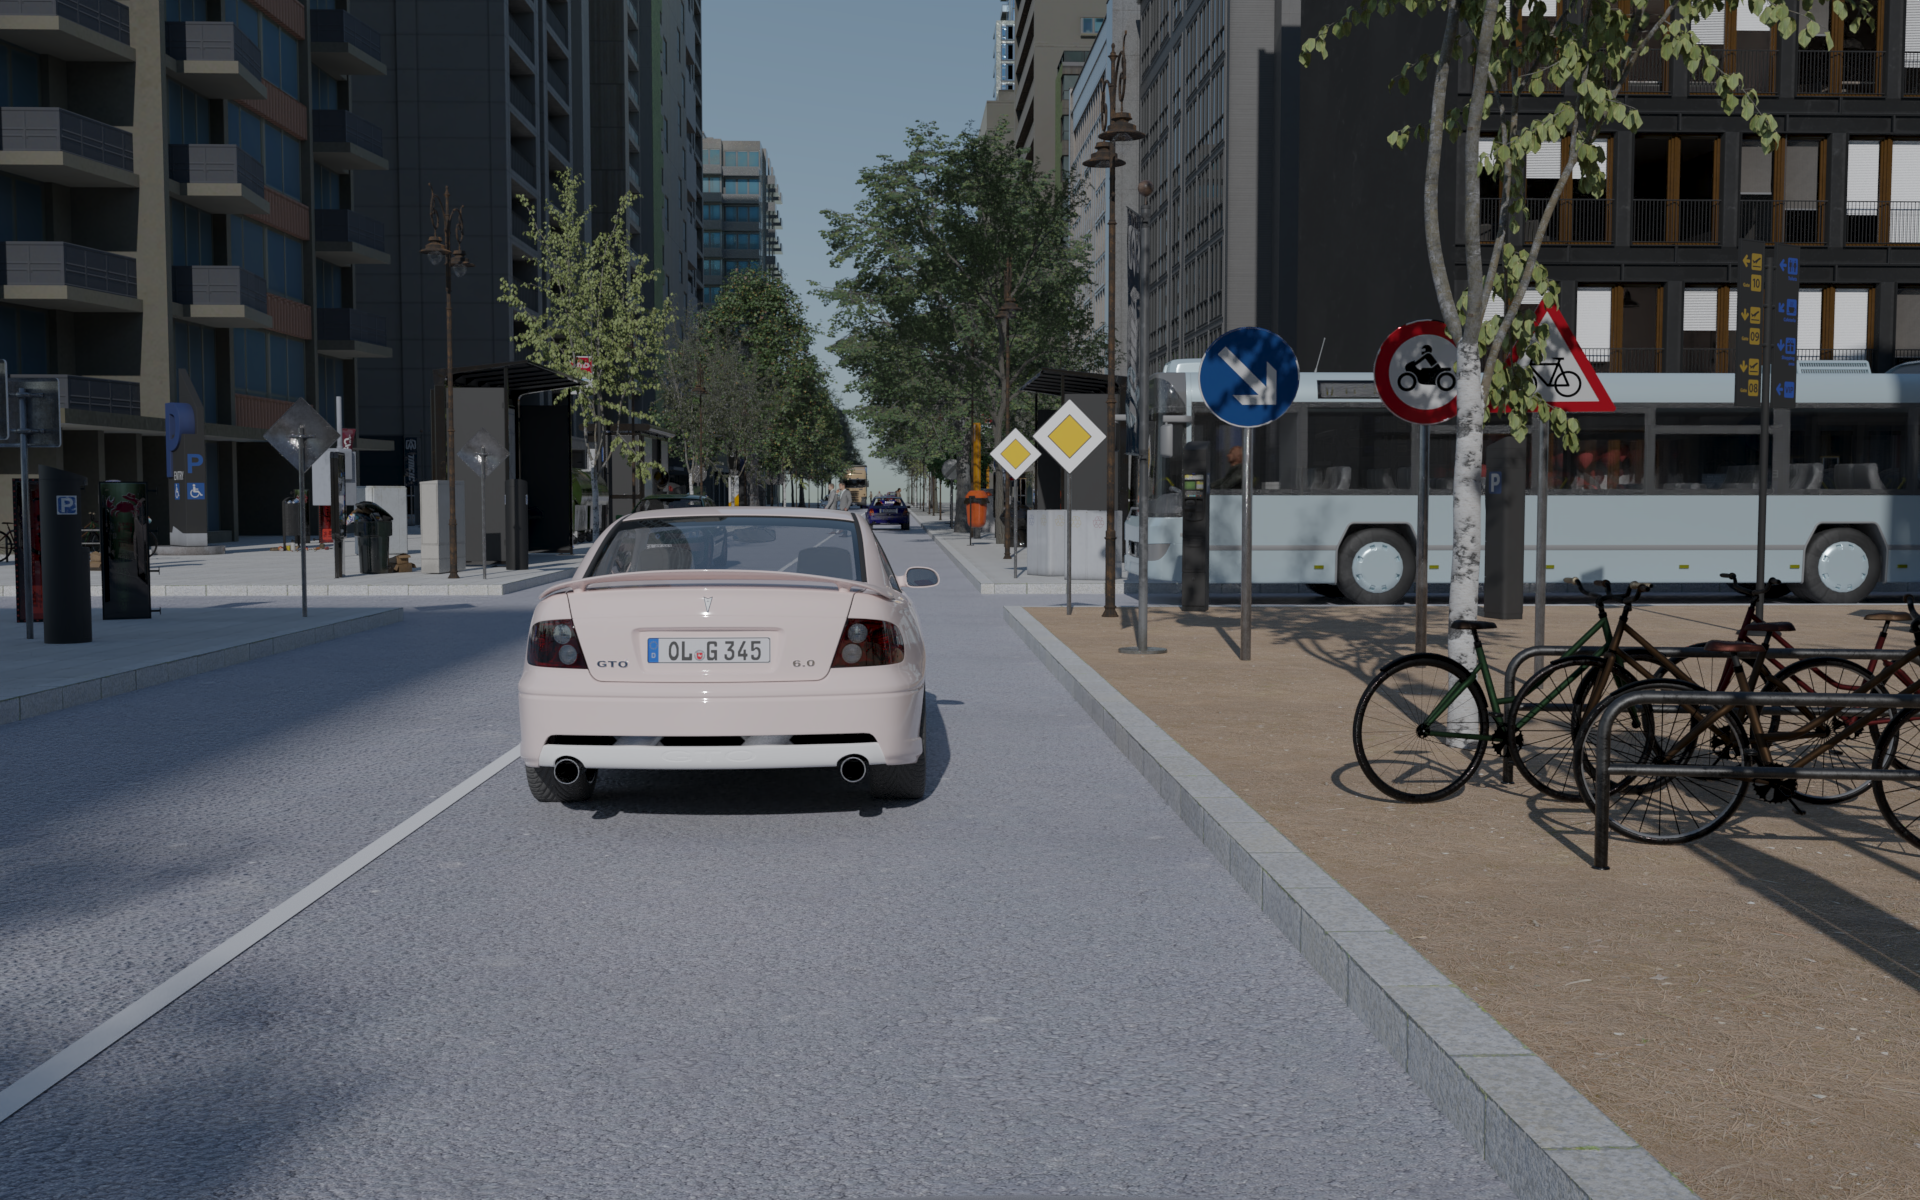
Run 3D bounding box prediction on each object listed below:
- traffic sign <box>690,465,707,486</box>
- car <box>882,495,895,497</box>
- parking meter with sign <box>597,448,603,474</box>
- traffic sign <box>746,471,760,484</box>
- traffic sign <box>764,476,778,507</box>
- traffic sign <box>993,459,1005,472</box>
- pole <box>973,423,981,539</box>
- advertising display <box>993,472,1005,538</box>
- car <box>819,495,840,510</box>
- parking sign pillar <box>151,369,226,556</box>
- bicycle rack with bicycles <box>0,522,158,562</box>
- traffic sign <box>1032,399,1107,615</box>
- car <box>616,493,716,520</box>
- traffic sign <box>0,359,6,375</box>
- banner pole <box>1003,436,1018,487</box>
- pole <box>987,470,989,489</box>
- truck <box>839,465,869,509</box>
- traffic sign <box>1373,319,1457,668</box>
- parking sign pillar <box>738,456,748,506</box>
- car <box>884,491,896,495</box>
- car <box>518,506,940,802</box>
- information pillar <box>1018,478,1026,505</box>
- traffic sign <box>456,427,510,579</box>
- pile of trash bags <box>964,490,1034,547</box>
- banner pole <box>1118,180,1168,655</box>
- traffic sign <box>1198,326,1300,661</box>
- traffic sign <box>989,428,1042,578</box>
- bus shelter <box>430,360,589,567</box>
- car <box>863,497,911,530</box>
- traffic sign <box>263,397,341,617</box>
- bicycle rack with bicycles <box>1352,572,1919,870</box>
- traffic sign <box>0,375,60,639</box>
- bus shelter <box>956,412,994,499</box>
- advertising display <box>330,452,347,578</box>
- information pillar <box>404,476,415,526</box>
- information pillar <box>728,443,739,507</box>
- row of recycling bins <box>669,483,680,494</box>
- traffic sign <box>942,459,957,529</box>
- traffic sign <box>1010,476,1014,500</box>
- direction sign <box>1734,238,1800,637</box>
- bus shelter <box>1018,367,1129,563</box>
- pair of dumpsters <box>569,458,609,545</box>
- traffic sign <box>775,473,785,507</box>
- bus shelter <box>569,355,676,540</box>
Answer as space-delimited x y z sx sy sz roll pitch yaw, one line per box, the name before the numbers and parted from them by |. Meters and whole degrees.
traffic sign | -11.484 -4.639 75.949 0.768 2.556 0.104 0 4 -1
car | -5.640 -7.701 138.499 1.945 1.354 3.894 0 4 -3
parking meter with sign | -13.538 -4.075 62.887 1.738 3.016 0.543 -3 5 -42
traffic sign | -11.038 -5.650 92.476 0.768 2.556 0.104 0 4 2
traffic sign | -10.577 -5.923 96.946 0.768 2.556 0.104 0 4 -1
traffic sign | 1.381 -3.159 51.764 0.768 2.556 0.104 0 4 7
pole | 0.489 -3.417 49.717 0.158 3.312 0.155 0 3 0
advertising display | 1.196 -2.792 50.856 0.123 1.923 0.974 1 4 22
car | -8.939 -6.772 122.729 2.014 1.417 4.499 0 4 -1
parking sign pillar | -16.401 -2.951 36.716 1.447 3.967 1.447 -3 4 -39
bicycle rack with bicycles | -17.095 -1.231 33.509 2.925 0.926 2.852 -1 4 -13
traffic sign | 1.152 -0.897 18.309 0.795 2.450 0.064 0 4 -2
car | -5.469 -1.423 33.057 2.009 1.686 4.222 0 4 -1
traffic sign | -7.538 -0.677 13.198 0.606 2.300 0.079 0 4 5
banner pole | 2.090 -5.058 72.714 0.863 3.779 0.401 2 4 25
pole | 1.487 -6.132 94.104 0.158 3.312 0.155 0 3 0
truck | -10.304 -11.023 169.140 2.839 4.237 11.283 0 4 -3
traffic sign | 3.404 -0.772 12.722 0.768 2.556 0.104 0 4 4
parking sign pillar | -12.136 -6.614 96.610 1.447 3.967 1.447 0 4 -1
car | -9.611 -14.517 246.022 2.281 1.827 5.304 0 4 -3
car | -1.136 0.177 9.474 2.083 1.381 4.827 0 4 -2
information pillar | 2.858 -4.625 80.107 0.304 2.012 0.304 -2 4 -25
traffic sign | -7.149 -1.367 25.998 0.795 2.450 0.064 0 4 -2
pile of trash bags | 1.535 -1.996 42.389 3.447 1.369 1.912 3 4 36
banner pole | 1.406 -1.449 13.704 0.401 3.779 0.863 1 4 19
traffic sign | 2.205 -0.806 13.286 0.768 2.556 0.104 0 4 7
traffic sign | 0.840 -1.385 26.289 0.795 2.450 0.064 0 4 -2
bus shelter | -8.534 -2.574 33.371 1.731 3.624 6.357 0 4 -2
car | -2.939 -3.502 69.843 1.945 1.354 3.894 0 4 -4
traffic sign | -6.837 -0.879 18.019 0.795 2.450 0.064 0 4 -2
bicycle rack with bicycles | 3.041 0.402 6.813 2.925 0.926 2.852 1 4 9
traffic sign | -8.234 -0.804 15.272 0.606 2.300 0.079 0 4 -2
bus shelter | 0.718 -6.413 82.479 2.179 5.291 8.768 0 4 -2
advertising display | -9.580 -1.315 26.710 0.123 1.923 0.974 -1 4 -13
information pillar | -22.195 -3.998 69.860 0.304 2.012 0.304 0 4 7
information pillar | -10.231 -5.312 78.199 0.504 3.616 0.183 -3 5 -39
row of recycling bins | -10.730 -3.328 61.528 1.069 1.692 3.534 0 4 7
traffic sign | -0.290 -3.880 63.540 0.768 2.556 0.104 0 4 3
traffic sign | 1.921 -3.993 65.398 0.768 2.556 0.104 0 4 4
direction sign | 7.273 -1.447 15.660 0.876 3.537 0.379 -2 4 -32
bus shelter | 2.261 -2.688 35.230 1.731 3.624 6.357 0 4 -2
pair of dumpsters | -10.391 -2.646 45.762 1.574 2.255 4.437 0 4 -2
traffic sign | -10.263 -5.968 97.680 0.768 2.556 0.104 0 4 2
bus shelter | -10.321 -4.601 52.864 2.179 5.291 8.768 0 4 -2
